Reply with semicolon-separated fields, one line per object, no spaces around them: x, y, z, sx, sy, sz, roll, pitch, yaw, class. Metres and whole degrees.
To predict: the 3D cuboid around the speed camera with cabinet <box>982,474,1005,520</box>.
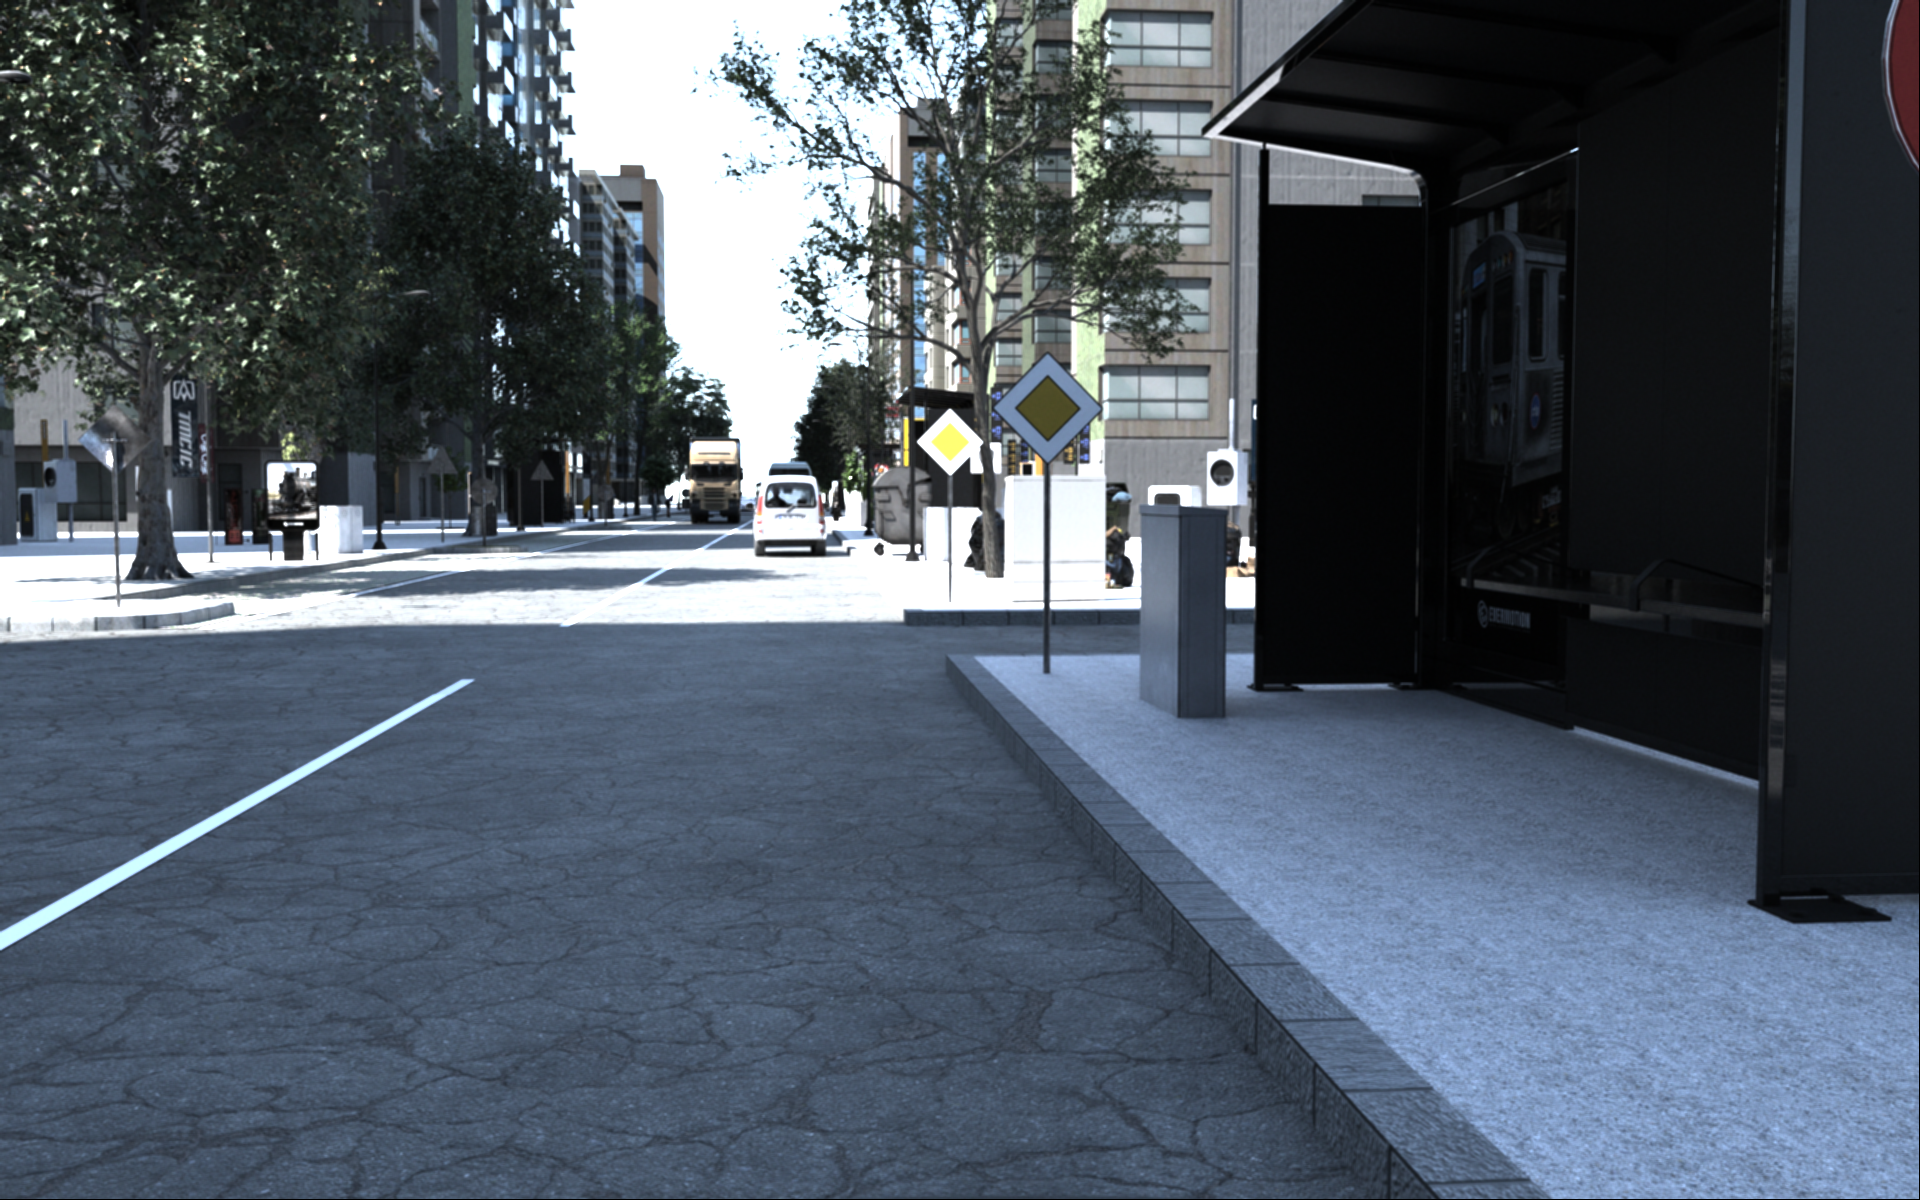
1.248;-3.369;49.426;2.038;3.252;0.660;-1;4;-22;speed camera with cabinet

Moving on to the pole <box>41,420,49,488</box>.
-25.101;-3.285;47.561;0.158;3.312;0.155;0;3;0;pole

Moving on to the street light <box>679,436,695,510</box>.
-21.812;-10.115;137.916;1.470;5.913;1.316;0;4;-5;street light

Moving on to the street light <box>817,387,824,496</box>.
-5.299;-6.239;74.543;1.470;5.913;1.316;0;4;-5;street light

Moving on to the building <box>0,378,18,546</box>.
-30.274;-21.508;35.245;14.154;41.232;14.086;0;4;-5;building

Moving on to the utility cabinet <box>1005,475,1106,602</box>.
1.132;-0.730;20.619;1.173;1.500;0.318;-1;4;-17;utility cabinet

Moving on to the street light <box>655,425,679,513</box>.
-19.960;-8.828;116.871;1.470;5.913;1.316;0;4;-5;street light

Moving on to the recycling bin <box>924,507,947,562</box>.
-0.218;-1.246;32.919;0.722;1.027;0.722;-2;4;-31;recycling bin

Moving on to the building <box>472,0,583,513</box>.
-42.495;-31.656;137.179;23.786;49.044;30.456;0;4;-5;building

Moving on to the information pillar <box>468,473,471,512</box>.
-16.613;-3.352;59.296;0.304;2.012;0.304;1;4;14;information pillar

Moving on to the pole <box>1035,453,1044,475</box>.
1.550;-2.407;33.199;0.158;3.312;0.155;0;3;0;pole

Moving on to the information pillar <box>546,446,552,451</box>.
-19.770;-5.613;83.122;0.504;3.616;0.183;-1;4;-17;information pillar

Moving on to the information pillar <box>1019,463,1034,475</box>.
1.558;-2.205;40.538;0.304;2.012;0.304;0;4;-5;information pillar

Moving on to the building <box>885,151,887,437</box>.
-1.849;-34.315;211.154;14.600;45.320;14.200;0;4;-5;building

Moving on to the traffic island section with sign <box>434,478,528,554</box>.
-11.597;-2.048;42.109;1.989;1.847;2.006;0;4;-5;traffic island section with sign

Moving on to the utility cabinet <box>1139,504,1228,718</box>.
1.333;0.048;10.384;0.306;1.237;1.020;0;4;-7;utility cabinet

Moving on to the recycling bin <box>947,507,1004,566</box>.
0.308;-1.145;31.280;0.722;1.027;0.722;3;4;36;recycling bin

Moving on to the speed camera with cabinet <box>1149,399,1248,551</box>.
4.987;-2.570;36.351;2.038;3.252;0.660;2;4;34;speed camera with cabinet

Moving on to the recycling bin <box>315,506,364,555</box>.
-13.327;-1.506;37.177;0.722;1.027;0.722;2;4;27;recycling bin

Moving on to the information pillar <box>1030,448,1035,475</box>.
2.025;-3.202;43.708;0.504;3.616;0.183;-1;4;-19;information pillar

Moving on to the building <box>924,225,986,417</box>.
12.214;-17.232;126.780;27.650;21.520;28.899;0;4;-5;building

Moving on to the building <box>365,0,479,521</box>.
-31.852;-24.494;84.072;14.154;41.232;14.086;0;4;-5;building

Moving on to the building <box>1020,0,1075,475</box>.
9.921;-19.435;89.471;14.160;30.474;14.107;0;4;-5;building

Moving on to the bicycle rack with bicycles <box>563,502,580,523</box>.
-18.152;-3.913;77.361;2.852;0.926;2.925;0;4;3;bicycle rack with bicycles

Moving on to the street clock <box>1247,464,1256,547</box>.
7.073;-2.277;41.797;0.358;2.002;0.471;0;4;5;street clock

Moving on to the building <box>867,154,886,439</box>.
-1.960;-37.922;243.721;21.300;48.544;21.600;0;4;-5;building

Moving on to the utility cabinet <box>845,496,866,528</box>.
-4.025;-3.407;66.863;0.306;1.237;1.020;-3;4;-37;utility cabinet

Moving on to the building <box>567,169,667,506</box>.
-53.975;-32.233;218.885;32.217;40.220;23.993;0;4;-5;building

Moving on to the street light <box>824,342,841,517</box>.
-3.345;-4.926;53.085;1.470;5.913;1.316;0;4;-5;street light

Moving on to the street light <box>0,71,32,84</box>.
-10.894;-2.850;19.134;1.470;5.913;1.316;0;4;-5;street light

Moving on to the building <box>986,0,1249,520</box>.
8.362;-25.715;104.038;14.154;41.232;14.086;0;4;-5;building

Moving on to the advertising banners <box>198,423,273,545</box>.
-18.306;-2.903;43.655;0.090;3.025;2.074;2;4;34;advertising banners

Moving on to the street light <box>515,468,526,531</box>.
-14.772;-5.365;60.258;1.470;5.913;1.316;0;4;-5;street light

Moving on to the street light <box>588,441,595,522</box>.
-16.708;-6.630;80.940;1.470;5.913;1.316;0;4;-5;street light

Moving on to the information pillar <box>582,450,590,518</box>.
-19.896;-6.177;92.352;0.504;3.616;0.183;-2;4;-35;information pillar

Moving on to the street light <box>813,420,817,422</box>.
-7.152;-7.494;95.071;1.470;5.913;1.316;0;4;-5;street light

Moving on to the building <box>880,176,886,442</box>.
-3.445;-33.159;225.748;14.154;41.232;14.086;0;4;-5;building

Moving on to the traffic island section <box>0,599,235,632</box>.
-9.497;0.170;19.506;2.009;0.180;2.903;0;4;-5;traffic island section

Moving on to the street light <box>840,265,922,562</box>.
-1.438;-3.671;32.562;1.470;5.913;1.316;0;4;-5;street light

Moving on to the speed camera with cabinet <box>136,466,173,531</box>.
-25.665;-3.718;55.127;0.660;3.252;2.038;-1;4;-11;speed camera with cabinet

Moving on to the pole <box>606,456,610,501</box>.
-18.712;-6.007;92.060;0.158;3.312;0.155;0;3;0;pole

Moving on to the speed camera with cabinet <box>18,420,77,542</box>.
-24.483;-3.186;46.432;2.038;3.252;0.660;2;4;35;speed camera with cabinet

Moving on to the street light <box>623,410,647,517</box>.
-18.039;-7.558;96.112;1.470;5.913;1.316;0;4;-5;street light

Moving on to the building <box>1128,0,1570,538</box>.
10.536;-22.808;56.501;14.154;41.232;14.086;0;4;-5;building

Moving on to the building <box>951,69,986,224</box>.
11.984;-28.195;152.873;32.217;40.220;23.993;0;4;-5;building

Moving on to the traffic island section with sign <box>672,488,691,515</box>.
-18.650;-6.707;118.288;1.989;1.847;2.006;0;4;-5;traffic island section with sign

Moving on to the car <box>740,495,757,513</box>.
-15.115;-6.696;121.842;2.083;1.381;4.827;0;4;-6;car

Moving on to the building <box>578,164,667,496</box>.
-47.951;-35.983;238.427;14.600;45.320;14.200;0;4;-5;building

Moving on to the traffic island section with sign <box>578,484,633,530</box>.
-14.081;-3.689;68.950;1.989;1.847;2.006;0;4;-5;traffic island section with sign

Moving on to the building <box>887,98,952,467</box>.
-0.342;-33.453;197.059;14.600;45.320;14.200;0;4;-5;building

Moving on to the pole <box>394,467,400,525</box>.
-23.337;-4.766;71.769;0.158;3.312;0.155;0;3;0;pole

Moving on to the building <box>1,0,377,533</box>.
-30.092;-17.781;62.413;14.160;30.474;14.107;0;4;-5;building

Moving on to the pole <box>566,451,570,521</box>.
-18.688;-5.423;82.509;0.158;3.312;0.155;0;3;0;pole

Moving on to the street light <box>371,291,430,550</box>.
-12.797;-4.105;39.656;1.470;5.913;1.316;0;4;-5;street light
